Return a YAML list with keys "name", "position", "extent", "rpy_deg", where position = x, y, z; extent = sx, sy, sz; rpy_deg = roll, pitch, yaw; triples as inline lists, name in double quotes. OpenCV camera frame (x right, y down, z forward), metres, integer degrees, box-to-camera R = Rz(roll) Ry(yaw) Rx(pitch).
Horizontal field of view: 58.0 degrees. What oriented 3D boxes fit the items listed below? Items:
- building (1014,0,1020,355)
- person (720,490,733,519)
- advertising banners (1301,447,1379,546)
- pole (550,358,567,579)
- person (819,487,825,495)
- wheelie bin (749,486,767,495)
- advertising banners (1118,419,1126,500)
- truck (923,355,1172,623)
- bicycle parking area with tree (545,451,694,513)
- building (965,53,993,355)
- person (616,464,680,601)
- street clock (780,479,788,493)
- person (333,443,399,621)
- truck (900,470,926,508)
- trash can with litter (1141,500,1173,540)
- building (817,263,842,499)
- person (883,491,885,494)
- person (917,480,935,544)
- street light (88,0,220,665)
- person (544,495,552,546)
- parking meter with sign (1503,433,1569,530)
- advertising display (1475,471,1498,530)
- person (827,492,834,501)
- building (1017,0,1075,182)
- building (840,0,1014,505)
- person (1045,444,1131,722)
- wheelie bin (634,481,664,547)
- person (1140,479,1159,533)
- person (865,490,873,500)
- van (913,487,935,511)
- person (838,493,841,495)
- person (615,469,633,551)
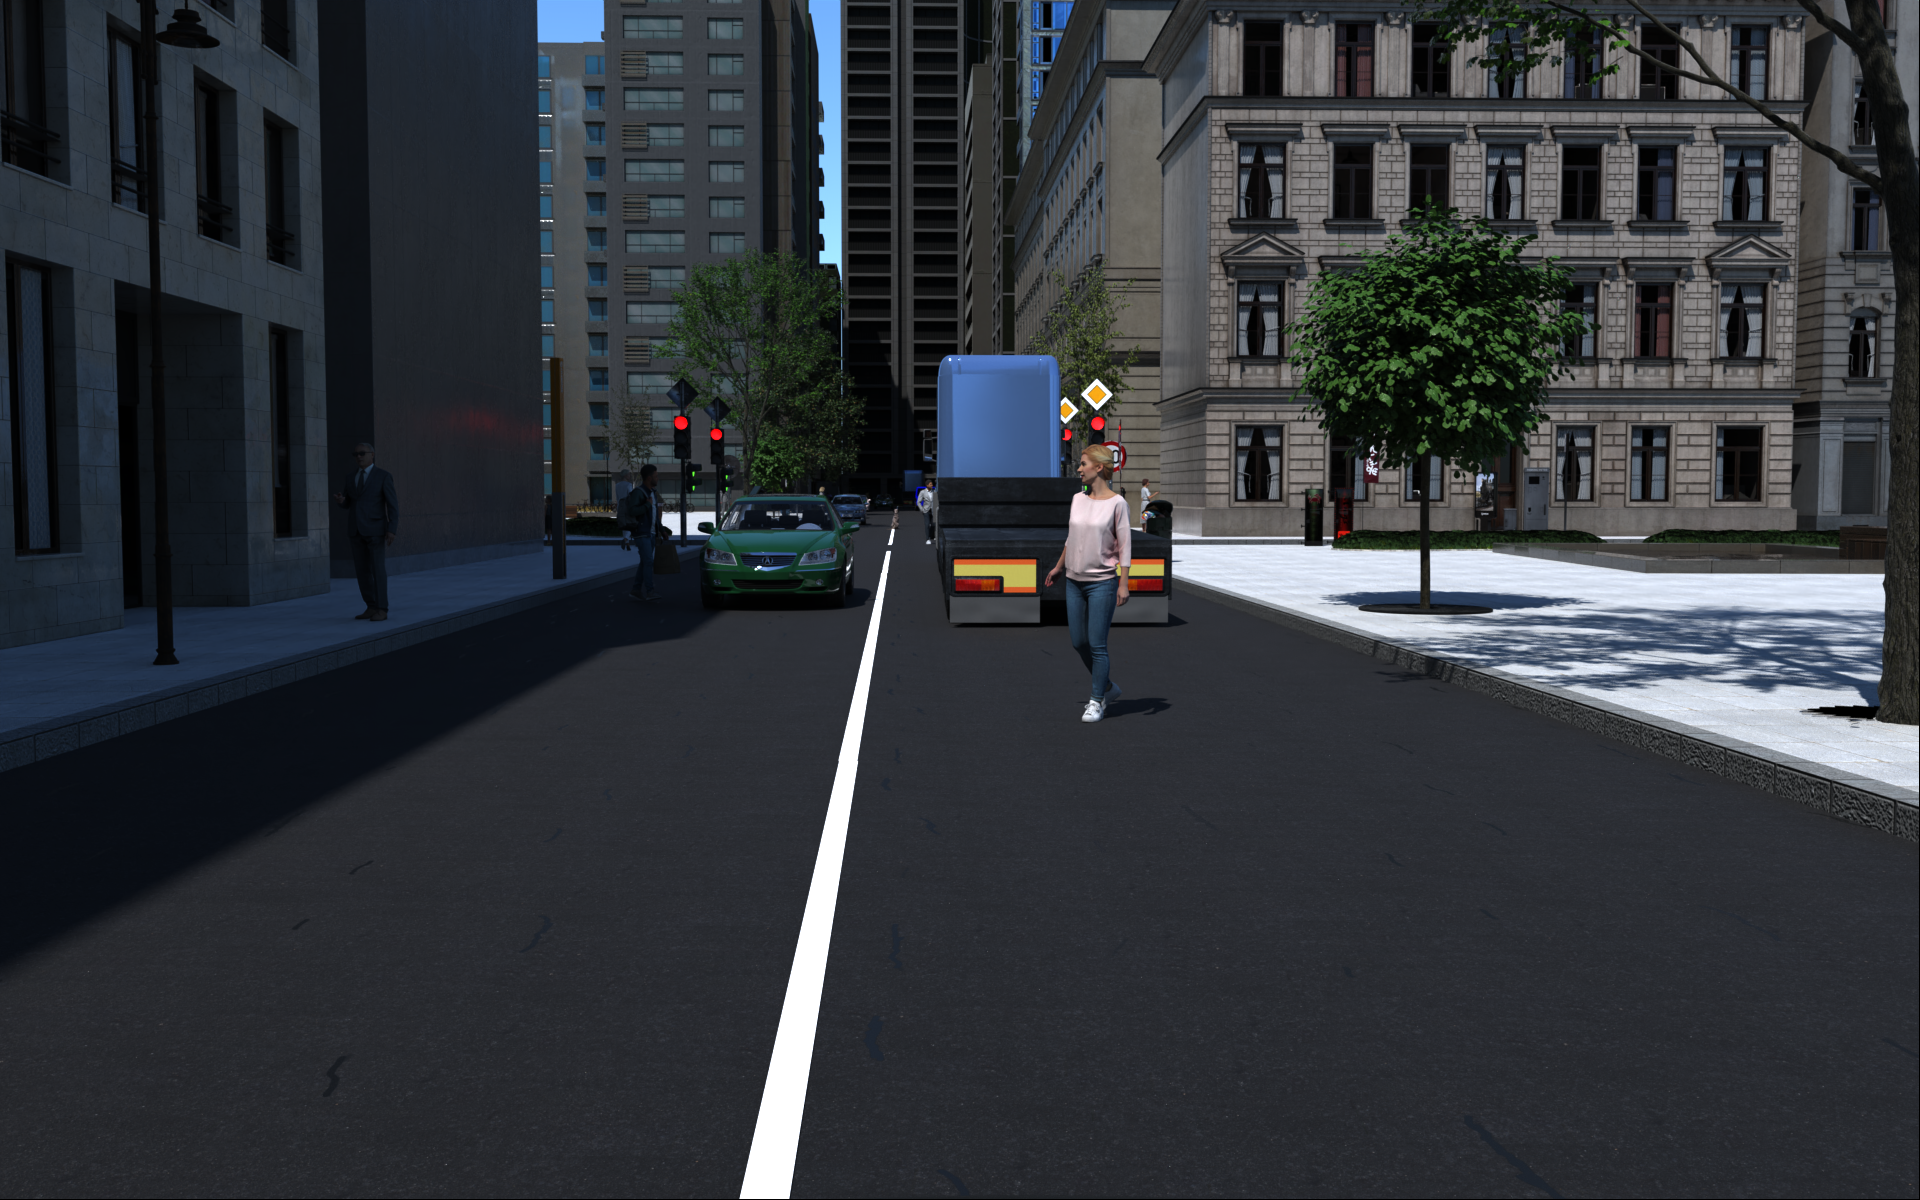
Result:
- name: "building"
  position: [11.634, -44.516, 166.089]
  extent: [20.563, 71.187, 20.611]
  rpy_deg: [0, 4, -2]
- name: "person"
  position: [-11.959, -5.005, 87.995]
  extent: [0.853, 1.813, 0.709]
  rpy_deg: [1, 4, 13]
- name: "advertising banners"
  position: [9.438, -2.844, 42.680]
  extent: [2.074, 3.025, 0.090]
  rpy_deg: [0, 4, -6]
- name: "pole"
  position: [-6.039, -1.969, 26.033]
  extent: [0.158, 3.312, 0.155]
  rpy_deg: [0, 3, 0]
- name: "person"
  position: [-7.064, -4.870, 88.307]
  extent: [0.728, 1.800, 0.709]
  rpy_deg: [0, 4, -8]
- name: "wheelie bin"
  position: [-7.891, -3.648, 67.556]
  extent: [0.693, 1.594, 0.980]
  rpy_deg: [-2, 4, -32]
- name: "advertising banners"
  position: [3.724, -2.670, 39.849]
  extent: [0.090, 3.025, 2.074]
  rpy_deg: [0, 4, 3]
- name: "truck"
  position: [0.877, -2.325, 27.778]
  extent: [2.967, 4.110, 18.799]
  rpy_deg: [0, 4, -1]
- name: "bicycle parking area with tree"
  position: [-22.572, -8.039, 118.438]
  extent: [9.016, 4.147, 8.231]
  rpy_deg: [2, 4, 34]
- name: "building"
  position: [11.570, -34.534, 188.329]
  extent: [21.300, 48.544, 21.600]
  rpy_deg: [0, 4, -2]
- name: "person"
  position: [-4.133, -0.891, 23.046]
  extent: [0.713, 1.824, 0.794]
  rpy_deg: [2, 4, 32]
- name: "street clock"
  position: [-8.281, -4.705, 81.499]
  extent: [0.358, 2.002, 0.471]
  rpy_deg: [0, 4, 5]
- name: "person"
  position: [-6.062, -0.698, 17.624]
  extent: [0.661, 1.801, 0.590]
  rpy_deg: [1, 4, 12]
- name: "truck"
  position: [-5.038, -12.141, 188.261]
  extent: [2.967, 4.110, 18.799]
  rpy_deg: [0, 4, -2]
- name: "trash can with litter"
  position: [3.684, -1.305, 32.720]
  extent: [0.624, 1.170, 1.055]
  rpy_deg: [0, 4, 0]
- name: "building"
  position: [-21.967, -27.262, 217.437]
  extent: [14.107, 30.474, 14.160]
  rpy_deg: [0, 4, -2]
- name: "person"
  position: [-8.735, -11.493, 196.958]
  extent: [0.434, 1.755, 0.990]
  rpy_deg: [3, 4, 37]
- name: "person"
  position: [-0.922, -2.520, 49.550]
  extent: [0.661, 1.843, 0.795]
  rpy_deg: [-1, 4, -21]
- name: "street light"
  position: [-5.992, -2.453, 12.892]
  extent: [0.468, 5.910, 1.993]
  rpy_deg: [0, 4, -2]
- name: "person"
  position: [-10.172, -1.959, 42.741]
  extent: [0.373, 1.253, 0.362]
  rpy_deg: [2, 4, 30]
- name: "parking meter with sign"
  position: [16.610, -3.285, 49.964]
  extent: [1.738, 3.016, 0.543]
  rpy_deg: [1, 4, 15]
- name: "advertising display"
  position: [15.154, -2.733, 49.891]
  extent: [0.123, 1.923, 0.974]
  rpy_deg: [-1, 4, -16]
- name: "person"
  position: [-10.820, -8.250, 144.164]
  extent: [0.697, 1.427, 0.421]
  rpy_deg: [3, 4, 37]
- name: "building"
  position: [13.407, -50.596, 139.910]
  extent: [22.319, 86.520, 31.000]
  rpy_deg: [0, 4, -2]
- name: "building"
  position: [-4.443, -47.783, 219.506]
  extent: [20.611, 71.187, 20.563]
  rpy_deg: [0, 4, -2]
- name: "person"
  position: [0.853, -0.116, 11.064]
  extent: [0.731, 1.740, 0.598]
  rpy_deg: [2, 4, 34]
- name: "wheelie bin"
  position: [-7.663, -2.107, 42.362]
  extent: [0.693, 1.594, 0.980]
  rpy_deg: [0, 4, 7]
- name: "person"
  position: [5.784, -2.841, 53.069]
  extent: [0.524, 1.755, 0.480]
  rpy_deg: [-1, 4, -19]
- name: "person"
  position: [-9.354, -10.233, 175.904]
  extent: [1.348, 1.812, 0.705]
  rpy_deg: [2, 4, 29]
- name: "van"
  position: [-2.870, -8.753, 147.501]
  extent: [2.240, 2.365, 5.245]
  rpy_deg: [0, 4, -1]
- name: "person"
  position: [-12.747, -10.700, 182.458]
  extent: [0.415, 1.643, 0.593]
  rpy_deg: [-1, 4, -17]
- name: "person"
  position: [-7.548, -2.023, 38.998]
  extent: [0.514, 1.842, 0.818]
  rpy_deg: [1, 4, 11]
